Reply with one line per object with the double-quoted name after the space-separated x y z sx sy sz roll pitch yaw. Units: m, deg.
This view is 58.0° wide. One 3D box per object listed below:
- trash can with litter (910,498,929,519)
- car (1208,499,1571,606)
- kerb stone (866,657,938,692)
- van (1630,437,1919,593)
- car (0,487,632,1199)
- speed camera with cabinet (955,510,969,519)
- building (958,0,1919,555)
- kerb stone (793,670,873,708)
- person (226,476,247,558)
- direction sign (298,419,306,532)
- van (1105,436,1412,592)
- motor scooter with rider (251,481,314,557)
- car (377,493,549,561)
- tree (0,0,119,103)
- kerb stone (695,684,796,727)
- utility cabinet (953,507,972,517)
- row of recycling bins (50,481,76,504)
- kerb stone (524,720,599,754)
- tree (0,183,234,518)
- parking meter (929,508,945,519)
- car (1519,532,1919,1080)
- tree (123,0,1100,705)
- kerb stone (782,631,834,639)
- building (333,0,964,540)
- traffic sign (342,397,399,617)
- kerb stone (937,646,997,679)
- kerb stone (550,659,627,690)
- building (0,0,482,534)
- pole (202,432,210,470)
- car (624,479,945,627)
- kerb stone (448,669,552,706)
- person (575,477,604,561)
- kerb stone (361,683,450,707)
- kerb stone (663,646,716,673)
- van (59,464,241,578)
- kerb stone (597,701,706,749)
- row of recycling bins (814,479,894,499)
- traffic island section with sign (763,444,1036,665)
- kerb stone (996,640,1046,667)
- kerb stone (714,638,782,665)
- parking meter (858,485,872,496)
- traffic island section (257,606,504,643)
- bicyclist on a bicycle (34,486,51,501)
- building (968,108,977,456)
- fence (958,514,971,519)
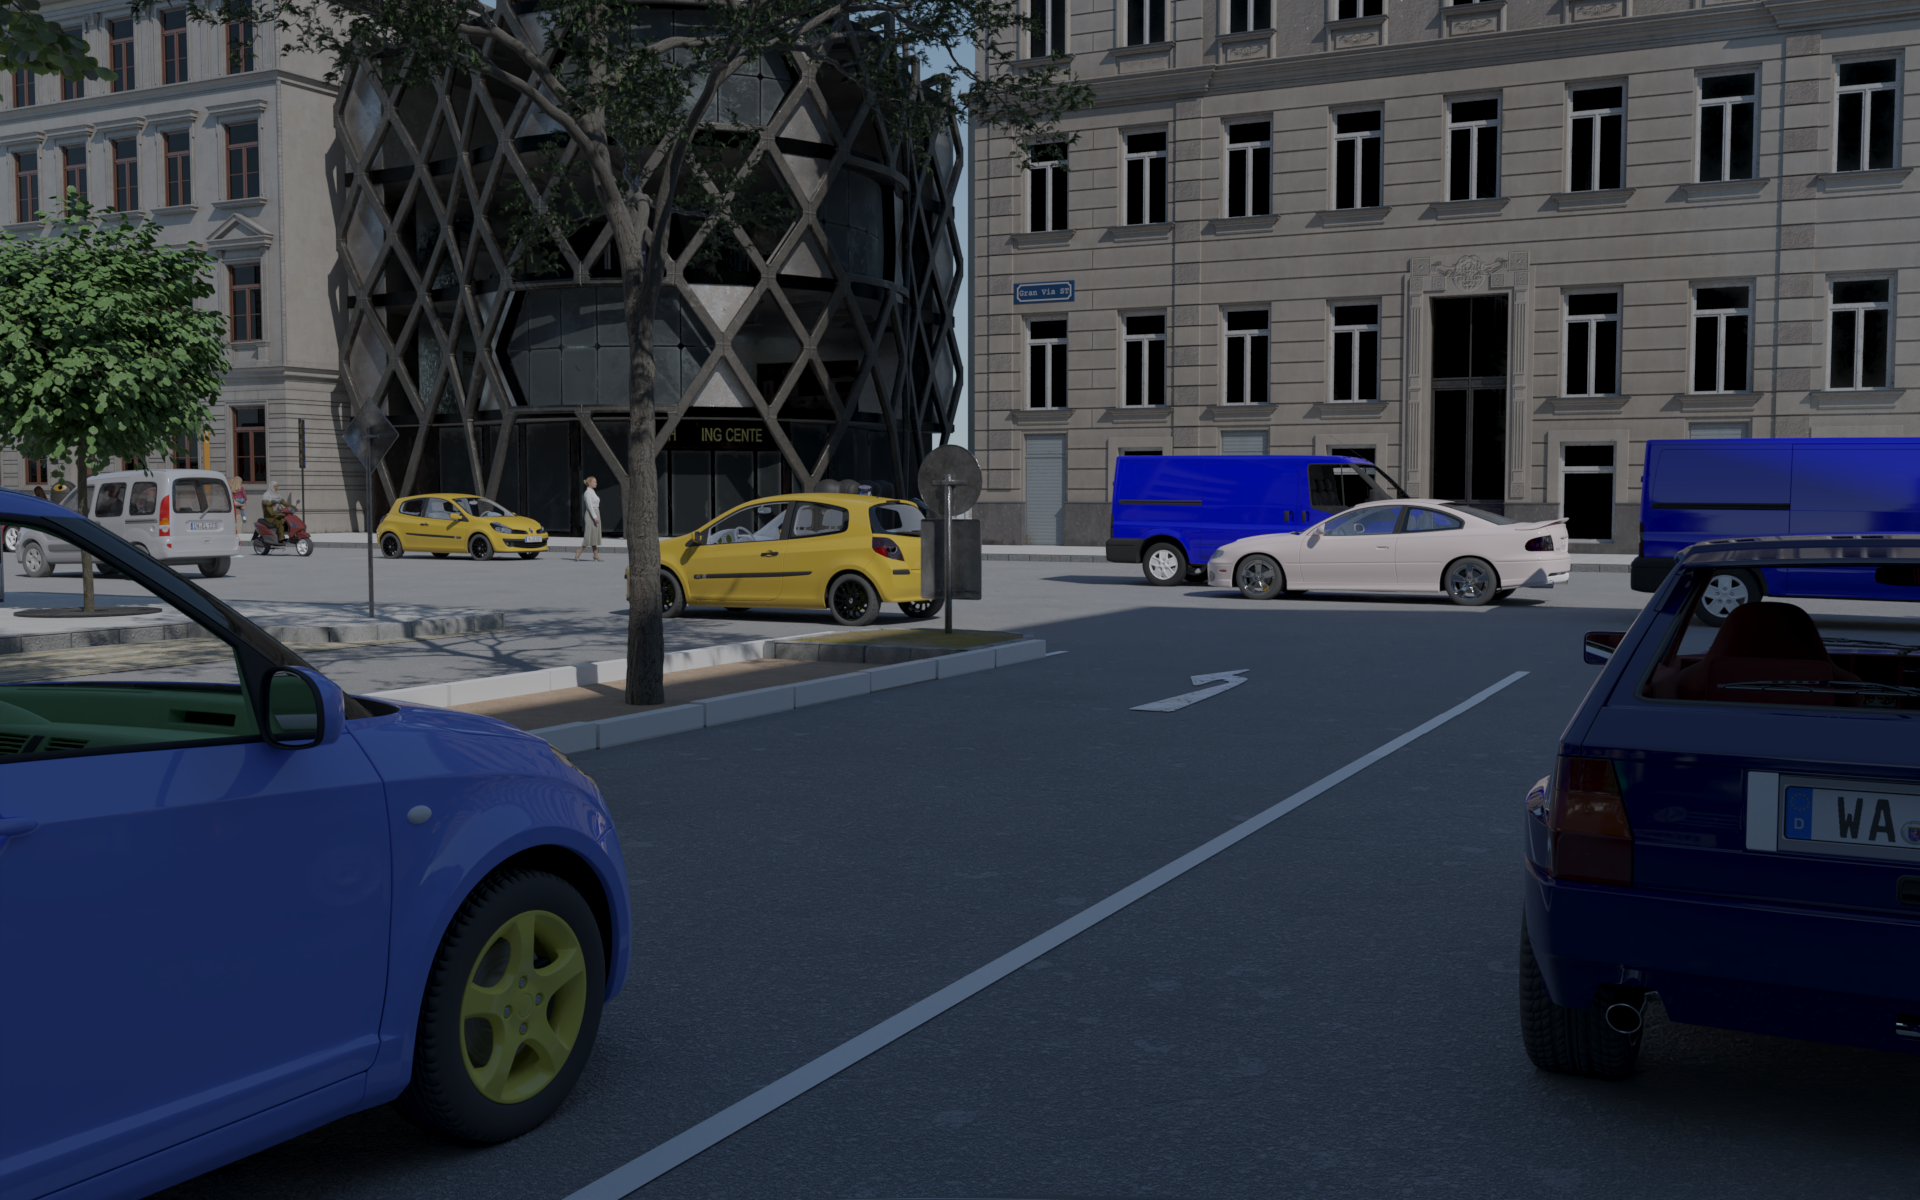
-0.946 -2.362 50.004 1.055 1.170 0.624 2 4 28 "trash can with litter"
5.741 -0.681 23.497 4.827 1.381 2.083 2 4 28 "car"
-0.468 0.564 12.969 0.120 0.150 1.000 2 4 27 "kerb stone"
10.041 -0.868 18.569 5.245 2.365 2.240 2 4 26 "van"
-2.183 0.391 3.199 1.945 1.707 3.694 2 4 26 "car"
0.074 -5.163 78.752 0.660 3.252 2.038 0 4 2 "speed camera with cabinet"
13.654 -14.992 42.381 25.104 27.353 12.463 2 4 27 "building"
-0.926 0.625 12.045 0.120 0.150 1.000 2 4 27 "kerb stone"
-16.394 -1.876 39.147 0.580 1.828 0.573 1 4 14 "person"
-19.931 -3.701 52.515 0.379 3.537 0.876 -1 4 -10 "direction sign"
5.004 -1.374 26.841 5.245 2.365 2.240 2 4 25 "van"
-15.701 -1.897 39.984 1.986 1.779 0.876 2 4 28 "motor scooter with rider"
-10.961 -1.715 38.263 3.980 1.641 2.015 2 4 27 "car"
-5.521 -5.161 4.964 7.486 12.596 7.792 0 3 0 "tree"
-1.388 0.677 11.125 0.120 0.150 1.000 2 4 27 "kerb stone"
0.237 -5.206 93.796 1.173 1.500 0.318 1 4 10 "utility cabinet"
-26.084 -2.776 52.504 3.534 1.692 1.069 1 4 21 "row of recycling bins"
-2.321 0.789 9.296 0.120 0.150 1.000 2 4 27 "kerb stone"
-9.354 -2.131 18.556 4.285 4.588 4.351 0 3 0 "tree"
-0.527 -1.891 39.333 0.372 1.533 0.369 0 3 0 "parking meter"
2.802 0.456 5.131 1.945 1.354 3.894 2 4 27 "car"
-1.969 -4.582 11.781 8.767 10.594 7.601 2 4 27 "tree"
-1.396 0.397 15.763 0.120 0.150 1.000 2 4 27 "kerb stone"
-9.376 -11.589 56.930 16.811 18.784 16.820 2 4 27 "building"
-6.126 -0.877 17.978 0.795 2.450 0.064 2 4 27 "traffic sign"
0.007 0.509 13.877 0.120 0.150 1.000 2 4 27 "kerb stone"
-2.792 0.561 13.023 0.120 0.150 1.000 2 4 27 "kerb stone"
-27.812 -13.890 63.253 21.152 22.565 11.583 2 4 27 "building"
-22.330 -3.517 51.354 0.158 3.312 0.155 0 3 0 "pole"
-2.028 -0.603 20.077 3.980 1.641 2.015 2 4 28 "car"
-3.247 0.618 12.105 0.120 0.150 1.000 2 4 27 "kerb stone"
-7.884 -1.715 36.768 0.641 1.798 0.478 1 4 10 "person"
-3.715 0.673 11.184 0.120 0.150 1.000 2 4 27 "kerb stone"
-2.326 0.506 13.937 0.120 0.150 1.000 2 4 27 "kerb stone"
-14.360 -1.391 29.749 4.112 2.044 2.013 2 4 27 "van"
-1.853 0.744 10.209 0.120 0.150 1.000 2 4 27 "kerb stone"
-2.961 -2.594 49.523 1.069 1.692 3.534 2 4 29 "row of recycling bins"
-0.371 -0.444 15.402 2.006 1.907 1.989 2 4 27 "traffic island section with sign"
0.474 0.452 14.804 0.120 0.150 1.000 2 4 27 "kerb stone"
-1.867 0.449 14.853 0.120 0.150 1.000 2 4 27 "kerb stone"
-2.642 -2.434 48.212 0.372 1.533 0.369 0 3 0 "parking meter"
-6.151 0.259 18.052 2.009 0.180 2.903 2 4 27 "traffic island section"
-20.693 -1.765 38.873 1.625 1.676 1.499 2 4 26 "bicyclist on a bicycle"
9.960 -30.101 175.747 14.086 41.232 14.154 2 4 27 "building"
-0.003 -3.936 75.563 2.264 1.192 0.480 -3 5 -42 "fence"
